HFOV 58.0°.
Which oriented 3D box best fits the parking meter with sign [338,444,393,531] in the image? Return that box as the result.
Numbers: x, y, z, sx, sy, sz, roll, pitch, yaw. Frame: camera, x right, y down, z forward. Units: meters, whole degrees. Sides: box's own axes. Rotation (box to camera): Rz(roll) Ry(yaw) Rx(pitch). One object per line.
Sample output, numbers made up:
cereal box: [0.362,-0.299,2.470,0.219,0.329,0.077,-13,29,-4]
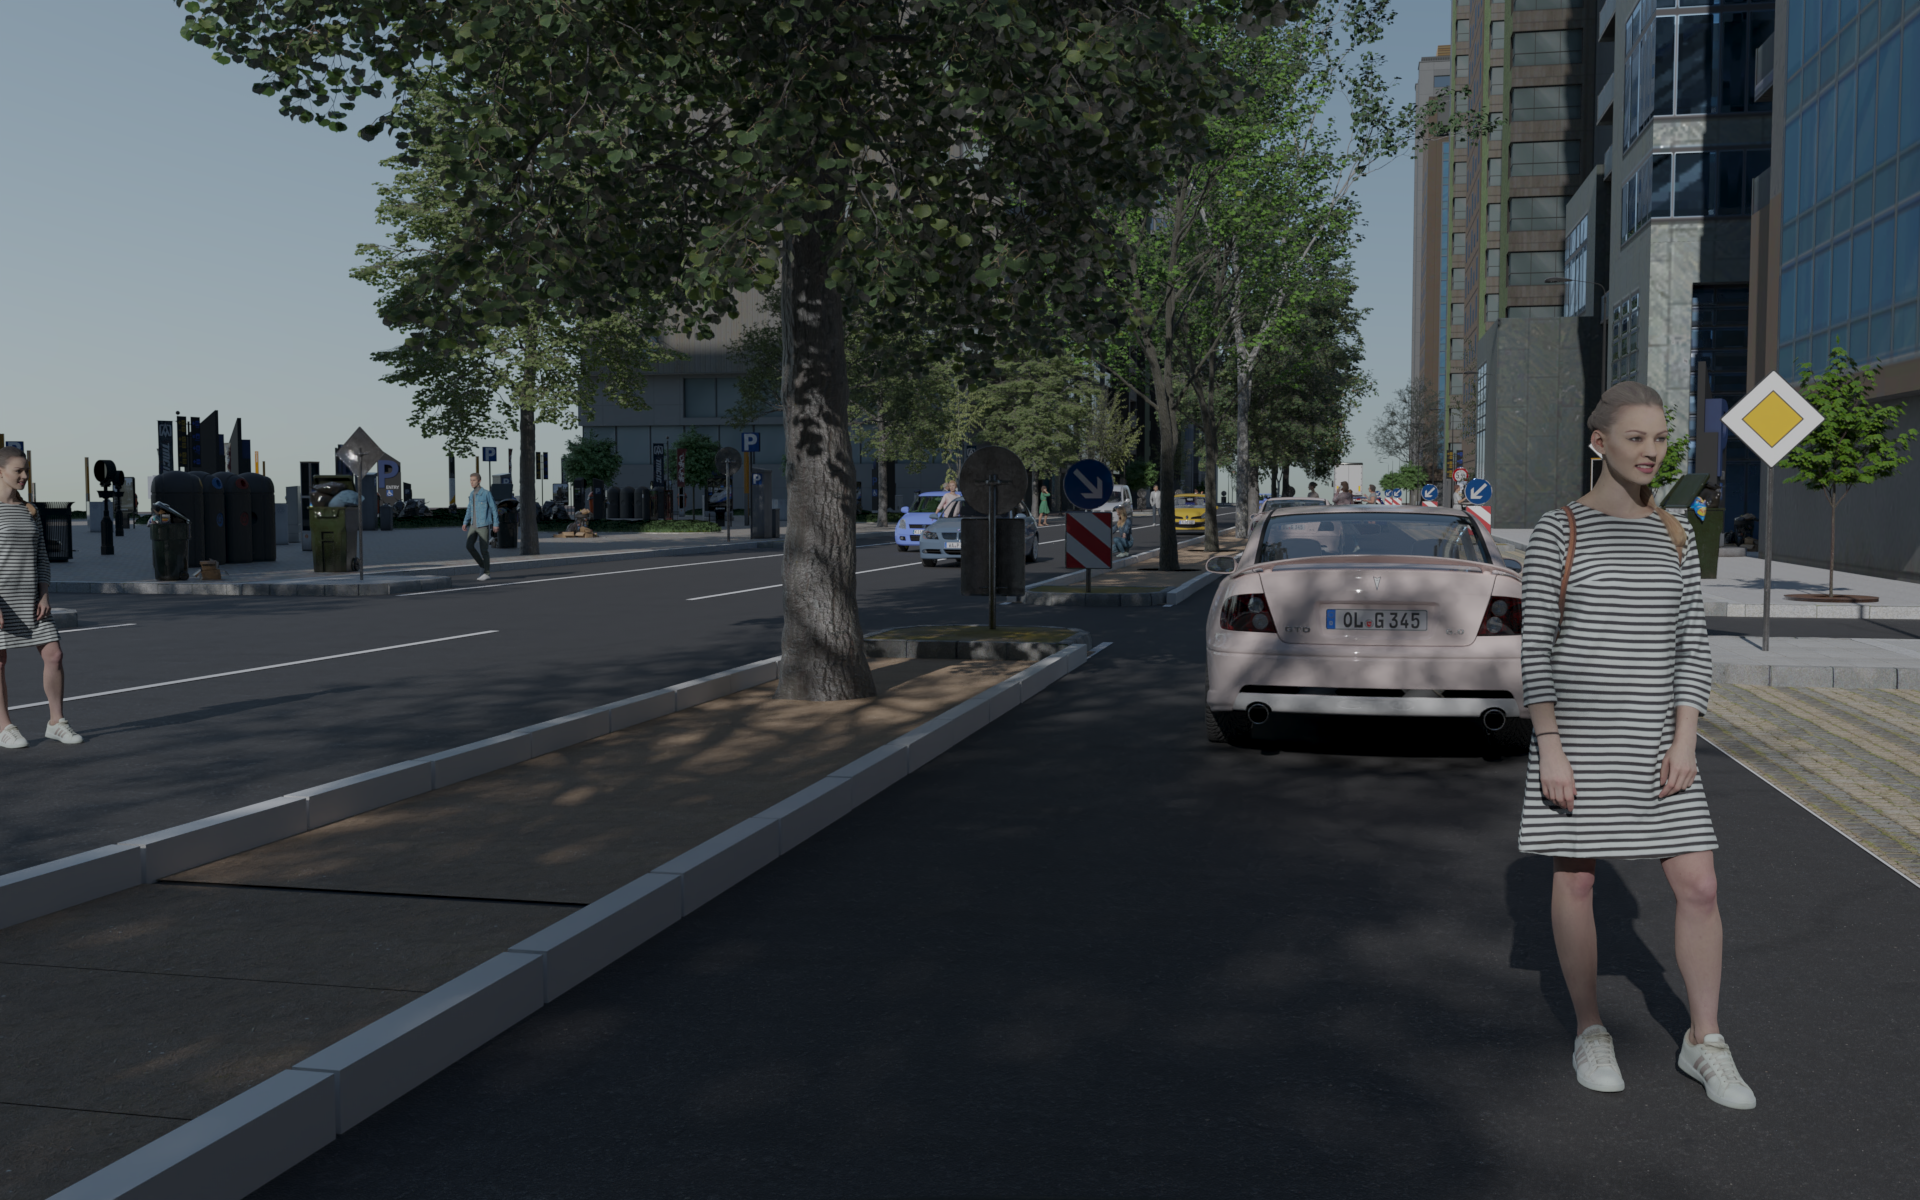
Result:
parking meter with sign: [-20.828,-3.944,60.740,1.738,3.016,0.543,0,4,-3]

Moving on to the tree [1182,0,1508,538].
tree: [10.085,-11.974,54.120,12.611,20.169,13.585,0,3,0]

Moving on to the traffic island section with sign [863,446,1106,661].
traffic island section with sign: [0.173,-0.472,15.853,2.006,1.907,1.989,1,4,13]

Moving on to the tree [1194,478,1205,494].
tree: [28.670,-12.850,204.691,1.663,3.219,1.824,0,3,0]

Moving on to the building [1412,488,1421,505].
building: [70.882,-31.488,206.716,32.217,40.220,23.993,1,4,13]

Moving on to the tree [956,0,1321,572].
tree: [3.793,-6.342,31.903,9.928,11.665,9.643,0,3,0]

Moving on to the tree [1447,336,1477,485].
tree: [23.476,-7.724,76.655,4.360,8.622,3.978,0,3,0]

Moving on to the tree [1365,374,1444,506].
tree: [46.313,-16.302,176.913,12.009,13.543,11.850,0,3,0]

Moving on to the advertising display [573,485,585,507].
advertising display: [-20.558,-5.398,93.470,0.123,1.923,0.974,1,4,22]

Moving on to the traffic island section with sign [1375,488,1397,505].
traffic island section with sign: [35.837,-8.367,145.434,1.989,1.847,2.006,1,4,13]

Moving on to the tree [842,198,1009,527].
tree: [-3.228,-9.099,66.901,7.486,12.596,7.792,0,3,0]

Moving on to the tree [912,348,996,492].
tree: [-0.405,-8.329,86.536,4.737,8.622,4.395,0,3,0]

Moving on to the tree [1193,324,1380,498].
tree: [17.431,-10.575,92.373,9.611,12.733,9.660,0,3,0]

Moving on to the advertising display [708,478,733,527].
advertising display: [-9.474,-3.866,68.421,0.974,1.923,0.123,0,4,-1]

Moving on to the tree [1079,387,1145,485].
tree: [10.396,-10.367,119.860,4.737,8.622,4.395,0,3,0]

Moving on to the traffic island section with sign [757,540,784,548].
traffic island section with sign: [-4.230,-2.334,46.796,1.989,1.847,2.006,1,4,13]

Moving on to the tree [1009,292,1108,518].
tree: [4.101,-10.709,93.222,7.486,12.596,7.792,0,3,0]

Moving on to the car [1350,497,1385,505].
car: [15.452,-3.275,66.134,1.945,1.354,3.894,1,4,11]

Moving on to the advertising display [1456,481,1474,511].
advertising display: [24.066,-4.717,82.340,0.974,1.923,0.123,0,4,3]

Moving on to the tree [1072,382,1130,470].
tree: [9.127,-10.078,115.136,4.360,8.622,3.978,0,3,0]

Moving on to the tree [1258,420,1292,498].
tree: [15.493,-8.047,84.392,4.737,8.622,4.395,0,3,0]

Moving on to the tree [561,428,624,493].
tree: [-18.333,-6.265,86.141,4.285,4.588,4.351,0,3,0]

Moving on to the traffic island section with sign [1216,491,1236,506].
traffic island section with sign: [31.038,-11.914,203.427,1.989,1.847,2.006,1,4,13]

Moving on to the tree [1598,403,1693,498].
tree: [12.655,-2.291,32.059,1.663,3.219,1.824,0,3,0]

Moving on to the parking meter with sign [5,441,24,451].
parking meter with sign: [-30.942,-3.662,56.129,0.543,3.016,1.738,0,4,-7]

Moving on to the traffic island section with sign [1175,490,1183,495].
traffic island section with sign: [18.919,-8.623,149.609,1.989,1.847,2.006,1,4,13]

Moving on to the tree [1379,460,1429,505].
tree: [42.401,-10.963,162.958,4.285,4.588,4.351,0,3,0]

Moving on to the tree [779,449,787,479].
tree: [-7.640,-6.416,88.620,4.285,4.588,4.351,0,3,0]

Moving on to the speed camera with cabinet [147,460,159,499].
speed camera with cabinet: [-38.947,-5.557,85.197,0.660,3.252,2.038,1,4,21]

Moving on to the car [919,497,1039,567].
car: [0.468,-1.430,35.389,2.014,1.417,4.499,1,4,13]

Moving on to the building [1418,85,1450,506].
building: [57.900,-33.014,189.896,14.600,45.320,14.200,1,4,13]

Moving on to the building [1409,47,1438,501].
building: [71.686,-42.257,232.898,21.231,58.520,28.212,1,4,13]

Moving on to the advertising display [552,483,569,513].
advertising display: [-23.937,-6.033,103.852,0.974,1.923,0.123,0,4,5]

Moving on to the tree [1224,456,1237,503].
tree: [39.948,-18.468,252.320,4.360,8.622,3.978,0,3,0]

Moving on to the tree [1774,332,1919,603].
tree: [10.377,-1.601,20.782,1.663,3.219,1.824,0,3,0]

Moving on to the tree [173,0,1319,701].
tree: [-0.958,-6.274,11.688,9.857,13.997,8.962,0,3,0]

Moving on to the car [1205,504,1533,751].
car: [2.600,0.073,11.162,2.083,1.381,4.827,1,4,12]

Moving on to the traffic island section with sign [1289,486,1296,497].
traffic island section with sign: [18.305,-5.398,96.390,2.006,1.907,1.989,1,4,13]

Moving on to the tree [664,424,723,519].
tree: [-12.233,-5.889,80.003,4.285,4.588,4.351,0,3,0]

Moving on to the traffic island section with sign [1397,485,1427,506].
traffic island section with sign: [18.939,-3.777,70.384,1.989,1.847,2.006,1,4,13]

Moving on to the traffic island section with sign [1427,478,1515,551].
traffic island section with sign: [13.023,-2.169,44.084,1.989,1.847,2.006,1,4,13]

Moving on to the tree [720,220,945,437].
tree: [-4.384,-7.470,56.554,7.601,10.594,8.767,1,4,21]

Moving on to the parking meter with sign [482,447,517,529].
parking meter with sign: [-16.727,-4.091,63.151,0.543,3.016,1.738,-3,5,-43]

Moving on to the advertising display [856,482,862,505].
advertising display: [-5.281,-5.100,88.600,0.123,1.923,0.974,1,4,20]

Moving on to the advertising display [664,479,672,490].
advertising display: [-12.901,-4.363,76.546,0.123,1.923,0.974,0,4,5]

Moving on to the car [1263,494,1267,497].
car: [38.655,-12.980,221.813,1.945,1.707,3.694,1,4,12]

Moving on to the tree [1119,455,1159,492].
tree: [15.064,-9.896,145.519,4.285,4.588,4.351,0,3,0]

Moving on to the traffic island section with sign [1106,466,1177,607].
traffic island section with sign: [1.809,-0.914,23.078,2.006,1.907,1.989,1,4,13]

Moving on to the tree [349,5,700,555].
tree: [-8.740,-7.214,36.080,7.486,12.596,7.792,0,3,0]

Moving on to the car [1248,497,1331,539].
car: [7.064,-1.457,36.188,2.083,1.381,4.827,1,4,14]

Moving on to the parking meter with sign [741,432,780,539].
parking meter with sign: [-5.694,-3.278,49.862,0.543,3.016,1.738,1,4,16]

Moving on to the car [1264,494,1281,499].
car: [25.043,-7.733,138.440,2.014,1.417,4.499,1,4,12]

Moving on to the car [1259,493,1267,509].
car: [20.482,-6.803,120.816,1.945,1.707,3.694,1,4,14]

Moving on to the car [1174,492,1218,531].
car: [8.202,-3.147,61.677,2.015,1.641,3.980,1,4,11]

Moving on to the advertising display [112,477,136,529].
advertising display: [-31.019,-3.613,64.279,0.974,1.923,0.123,1,4,19]

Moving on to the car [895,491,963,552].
car: [-0.452,-2.106,44.016,1.945,1.707,3.694,1,4,14]

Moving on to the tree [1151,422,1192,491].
tree: [20.246,-13.106,164.650,4.360,8.622,3.978,0,3,0]

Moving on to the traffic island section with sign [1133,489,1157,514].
traffic island section with sign: [12.921,-6.992,122.948,1.989,1.847,2.006,1,4,13]
